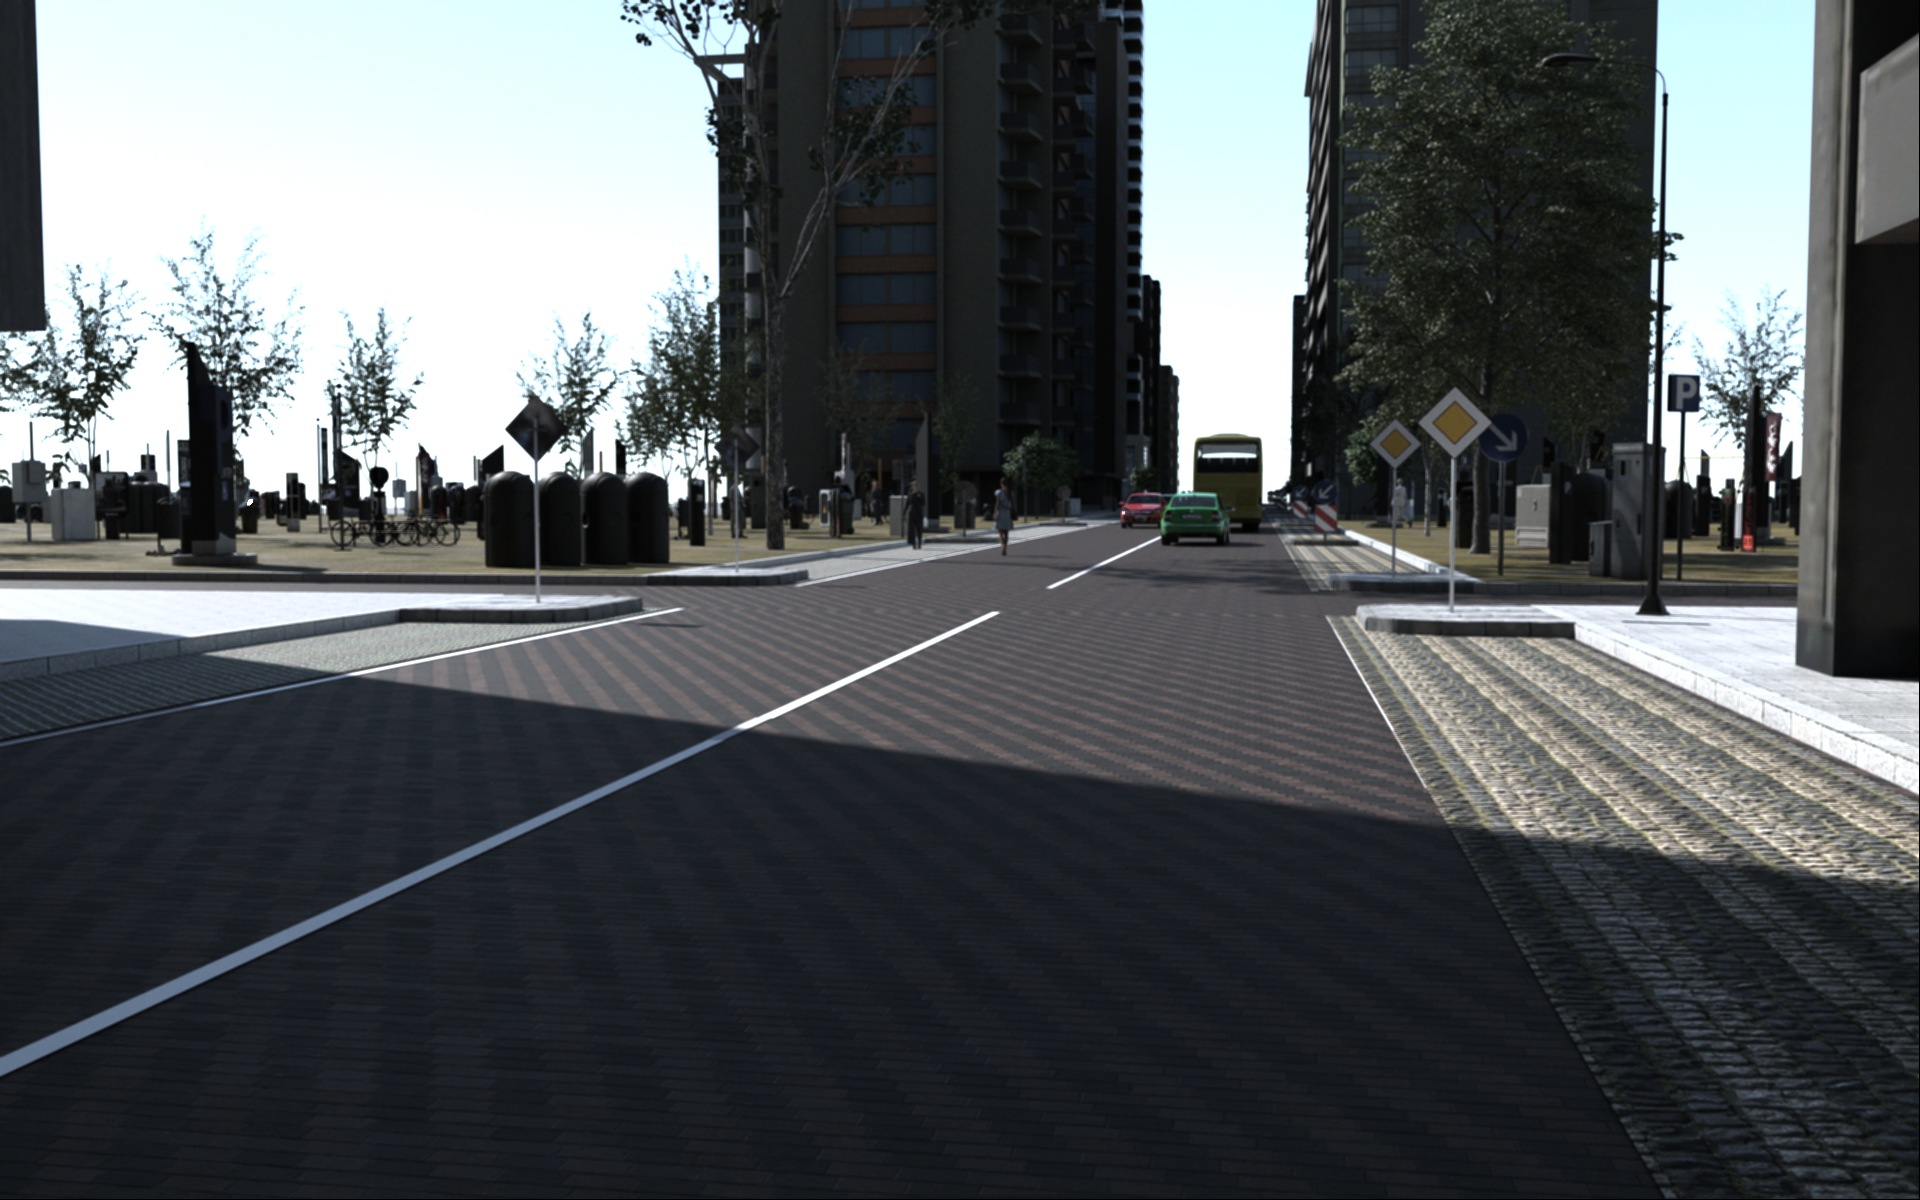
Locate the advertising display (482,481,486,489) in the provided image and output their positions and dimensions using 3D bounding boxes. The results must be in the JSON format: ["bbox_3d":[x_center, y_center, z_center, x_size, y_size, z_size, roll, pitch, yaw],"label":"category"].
[{"bbox_3d":[-23.486,-5.000,86.959,0.974,1.923,0.123,-3,5,-41],"label":"advertising display"}]

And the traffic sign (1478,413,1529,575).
[{"bbox_3d":[8.552,-1.665,27.327,0.768,2.556,0.104,1,4,18],"label":"traffic sign"}]

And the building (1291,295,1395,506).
[{"bbox_3d":[54.811,-29.213,249.325,14.160,30.474,14.107,1,4,10],"label":"building"}]

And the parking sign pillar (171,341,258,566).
[{"bbox_3d":[-13.534,-2.622,31.342,1.447,3.967,1.447,0,4,-8],"label":"parking sign pillar"}]

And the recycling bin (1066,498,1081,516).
[{"bbox_3d":[6.497,-5.342,99.893,0.722,1.027,0.722,-1,4,-20],"label":"recycling bin"}]

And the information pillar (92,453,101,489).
[{"bbox_3d":[-48.444,-6.478,97.269,0.504,3.616,0.183,-2,4,-34],"label":"information pillar"}]

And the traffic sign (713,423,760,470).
[{"bbox_3d":[-3.662,-1.598,28.318,0.795,2.593,0.064,1,4,10],"label":"traffic sign"}]

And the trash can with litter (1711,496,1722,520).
[{"bbox_3d":[37.253,-4.499,84.941,1.055,1.170,0.624,-2,4,-32],"label":"trash can with litter"}]

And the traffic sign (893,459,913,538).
[{"bbox_3d":[-1.664,-2.943,50.243,0.606,2.300,0.079,1,4,14],"label":"traffic sign"}]

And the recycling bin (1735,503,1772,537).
[{"bbox_3d":[21.588,-2.121,47.240,0.722,1.027,0.722,-1,4,-14],"label":"recycling bin"}]

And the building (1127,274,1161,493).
[{"bbox_3d":[18.746,-27.778,225.873,14.160,30.474,14.107,1,4,10],"label":"building"}]

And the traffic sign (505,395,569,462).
[{"bbox_3d":[-5.003,-1.117,20.446,0.795,2.593,0.064,1,4,10],"label":"traffic sign"}]

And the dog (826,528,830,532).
[{"bbox_3d":[-4.277,-2.716,58.781,0.800,0.831,0.513,1,4,15],"label":"dog"}]

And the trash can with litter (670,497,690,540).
[{"bbox_3d":[-8.097,-2.318,48.954,1.678,1.210,2.233,1,4,22],"label":"trash can with litter"}]

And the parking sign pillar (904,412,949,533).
[{"bbox_3d":[-1.074,-4.217,57.415,1.447,3.967,1.447,-1,4,-19],"label":"parking sign pillar"}]

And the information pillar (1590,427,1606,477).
[{"bbox_3d":[20.917,-4.008,56.878,0.504,3.616,0.183,1,4,21],"label":"information pillar"}]

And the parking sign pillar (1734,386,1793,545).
[{"bbox_3d":[20.153,-3.384,43.805,1.447,3.967,1.447,1,4,16],"label":"parking sign pillar"}]

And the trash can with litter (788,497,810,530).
[{"bbox_3d":[-5.786,-3.153,62.936,0.624,1.170,1.055,-3,4,-36],"label":"trash can with litter"}]

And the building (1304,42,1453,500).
[{"bbox_3d":[53.835,-37.173,197.011,28.713,52.752,27.495,1,4,10],"label":"building"}]

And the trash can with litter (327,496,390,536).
[{"bbox_3d":[-18.199,-2.627,54.011,1.678,1.210,2.233,1,4,20],"label":"trash can with litter"}]

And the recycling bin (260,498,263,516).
[{"bbox_3d":[-41.745,-5.500,102.472,0.722,1.027,0.722,0,4,-1],"label":"recycling bin"}]

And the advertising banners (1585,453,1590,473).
[{"bbox_3d":[27.317,-4.751,73.869,2.074,3.025,0.090,-2,4,-31],"label":"advertising banners"}]

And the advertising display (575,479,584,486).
[{"bbox_3d":[-16.137,-4.193,73.768,0.974,1.923,0.123,3,5,39],"label":"advertising display"}]

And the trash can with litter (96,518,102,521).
[{"bbox_3d":[-41.026,-4.338,82.319,0.624,1.170,1.055,-3,5,-41],"label":"trash can with litter"}]

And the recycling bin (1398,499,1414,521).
[{"bbox_3d":[21.513,-4.360,83.836,0.722,1.027,0.722,2,4,30],"label":"recycling bin"}]

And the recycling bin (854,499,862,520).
[{"bbox_3d":[-5.322,-4.493,86.010,0.722,1.027,0.722,1,4,13],"label":"recycling bin"}]

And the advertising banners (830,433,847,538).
[{"bbox_3d":[-3.553,-3.325,50.547,0.090,3.025,2.074,-1,4,-16],"label":"advertising banners"}]

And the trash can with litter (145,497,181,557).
[{"bbox_3d":[-16.265,-1.563,36.610,1.678,1.210,2.233,3,4,36],"label":"trash can with litter"}]

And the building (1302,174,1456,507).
[{"bbox_3d":[56.084,-34.910,225.405,22.147,44.769,28.867,1,4,10],"label":"building"}]

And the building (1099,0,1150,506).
[{"bbox_3d":[11.478,-54.411,202.284,22.319,86.520,31.000,1,4,10],"label":"building"}]

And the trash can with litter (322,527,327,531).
[{"bbox_3d":[-21.856,-3.103,61.793,1.678,1.210,2.233,3,5,43],"label":"trash can with litter"}]

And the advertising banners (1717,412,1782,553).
[{"bbox_3d":[17.330,-2.559,38.019,0.090,3.025,2.074,-1,4,-10],"label":"advertising banners"}]

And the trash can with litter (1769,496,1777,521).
[{"bbox_3d":[39.382,-4.441,83.997,0.624,1.170,1.055,0,4,7],"label":"trash can with litter"}]

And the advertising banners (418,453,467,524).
[{"bbox_3d":[-21.844,-4.702,73.059,2.074,3.025,0.090,0,4,5],"label":"advertising banners"}]

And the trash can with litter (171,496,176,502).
[{"bbox_3d":[-37.152,-4.265,81.113,0.624,1.170,1.055,2,4,28],"label":"trash can with litter"}]

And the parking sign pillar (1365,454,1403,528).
[{"bbox_3d":[16.228,-4.753,66.181,1.447,3.967,1.447,1,4,20],"label":"parking sign pillar"}]

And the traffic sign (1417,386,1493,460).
[{"bbox_3d":[5.340,-1.008,18.671,0.795,2.593,0.064,1,4,10],"label":"traffic sign"}]

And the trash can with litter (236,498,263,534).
[{"bbox_3d":[-23.012,-2.706,55.626,0.624,1.170,1.055,3,4,37],"label":"trash can with litter"}]

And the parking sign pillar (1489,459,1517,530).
[{"bbox_3d":[19.367,-4.518,62.345,1.447,3.967,1.447,-1,4,-19],"label":"parking sign pillar"}]

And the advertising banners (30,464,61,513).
[{"bbox_3d":[-53.082,-6.367,100.283,2.074,3.025,0.090,-3,5,-42],"label":"advertising banners"}]

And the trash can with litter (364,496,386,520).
[{"bbox_3d":[-27.103,-4.202,80.086,0.624,1.170,1.055,2,4,32],"label":"trash can with litter"}]

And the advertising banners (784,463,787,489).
[{"bbox_3d":[-9.613,-6.210,97.715,0.090,3.025,2.074,1,4,10],"label":"advertising banners"}]

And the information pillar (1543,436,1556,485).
[{"bbox_3d":[23.780,-4.807,69.957,0.504,3.616,0.183,2,4,26],"label":"information pillar"}]

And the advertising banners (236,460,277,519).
[{"bbox_3d":[-36.606,-5.732,89.910,2.074,3.025,0.090,-2,4,-34],"label":"advertising banners"}]

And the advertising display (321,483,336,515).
[{"bbox_3d":[-37.781,-6.028,103.773,0.974,1.923,0.123,0,4,1],"label":"advertising display"}]

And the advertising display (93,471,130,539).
[{"bbox_3d":[-23.977,-2.676,48.959,0.974,1.923,0.123,0,4,5],"label":"advertising display"}]

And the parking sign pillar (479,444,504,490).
[{"bbox_3d":[-24.994,-6.361,92.466,1.447,3.967,1.447,3,5,44],"label":"parking sign pillar"}]

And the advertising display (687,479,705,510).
[{"bbox_3d":[-11.467,-4.288,75.325,0.974,1.923,0.123,3,4,36],"label":"advertising display"}]

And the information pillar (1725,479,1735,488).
[{"bbox_3d":[36.446,-4.741,82.004,0.304,2.012,0.304,-2,4,-31],"label":"information pillar"}]

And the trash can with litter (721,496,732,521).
[{"bbox_3d":[-11.105,-4.435,83.897,1.055,1.170,0.624,3,5,42],"label":"trash can with litter"}]

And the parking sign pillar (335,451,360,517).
[{"bbox_3d":[-34.346,-6.646,97.129,1.447,3.967,1.447,-1,4,-18],"label":"parking sign pillar"}]

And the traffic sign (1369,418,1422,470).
[{"bbox_3d":[6.680,-1.489,26.543,0.795,2.593,0.064,1,4,10],"label":"traffic sign"}]

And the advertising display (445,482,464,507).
[{"bbox_3d":[-26.973,-5.336,92.461,0.974,1.923,0.123,0,4,-1],"label":"advertising display"}]

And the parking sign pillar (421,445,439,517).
[{"bbox_3d":[-29.586,-6.617,96.659,1.447,3.967,1.447,1,4,10],"label":"parking sign pillar"}]

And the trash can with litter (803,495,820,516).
[{"bbox_3d":[-9.060,-5.650,103.431,1.678,1.210,2.233,-2,4,-28],"label":"trash can with litter"}]

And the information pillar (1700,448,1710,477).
[{"bbox_3d":[38.185,-5.963,88.849,0.504,3.616,0.183,-1,4,-13],"label":"information pillar"}]
